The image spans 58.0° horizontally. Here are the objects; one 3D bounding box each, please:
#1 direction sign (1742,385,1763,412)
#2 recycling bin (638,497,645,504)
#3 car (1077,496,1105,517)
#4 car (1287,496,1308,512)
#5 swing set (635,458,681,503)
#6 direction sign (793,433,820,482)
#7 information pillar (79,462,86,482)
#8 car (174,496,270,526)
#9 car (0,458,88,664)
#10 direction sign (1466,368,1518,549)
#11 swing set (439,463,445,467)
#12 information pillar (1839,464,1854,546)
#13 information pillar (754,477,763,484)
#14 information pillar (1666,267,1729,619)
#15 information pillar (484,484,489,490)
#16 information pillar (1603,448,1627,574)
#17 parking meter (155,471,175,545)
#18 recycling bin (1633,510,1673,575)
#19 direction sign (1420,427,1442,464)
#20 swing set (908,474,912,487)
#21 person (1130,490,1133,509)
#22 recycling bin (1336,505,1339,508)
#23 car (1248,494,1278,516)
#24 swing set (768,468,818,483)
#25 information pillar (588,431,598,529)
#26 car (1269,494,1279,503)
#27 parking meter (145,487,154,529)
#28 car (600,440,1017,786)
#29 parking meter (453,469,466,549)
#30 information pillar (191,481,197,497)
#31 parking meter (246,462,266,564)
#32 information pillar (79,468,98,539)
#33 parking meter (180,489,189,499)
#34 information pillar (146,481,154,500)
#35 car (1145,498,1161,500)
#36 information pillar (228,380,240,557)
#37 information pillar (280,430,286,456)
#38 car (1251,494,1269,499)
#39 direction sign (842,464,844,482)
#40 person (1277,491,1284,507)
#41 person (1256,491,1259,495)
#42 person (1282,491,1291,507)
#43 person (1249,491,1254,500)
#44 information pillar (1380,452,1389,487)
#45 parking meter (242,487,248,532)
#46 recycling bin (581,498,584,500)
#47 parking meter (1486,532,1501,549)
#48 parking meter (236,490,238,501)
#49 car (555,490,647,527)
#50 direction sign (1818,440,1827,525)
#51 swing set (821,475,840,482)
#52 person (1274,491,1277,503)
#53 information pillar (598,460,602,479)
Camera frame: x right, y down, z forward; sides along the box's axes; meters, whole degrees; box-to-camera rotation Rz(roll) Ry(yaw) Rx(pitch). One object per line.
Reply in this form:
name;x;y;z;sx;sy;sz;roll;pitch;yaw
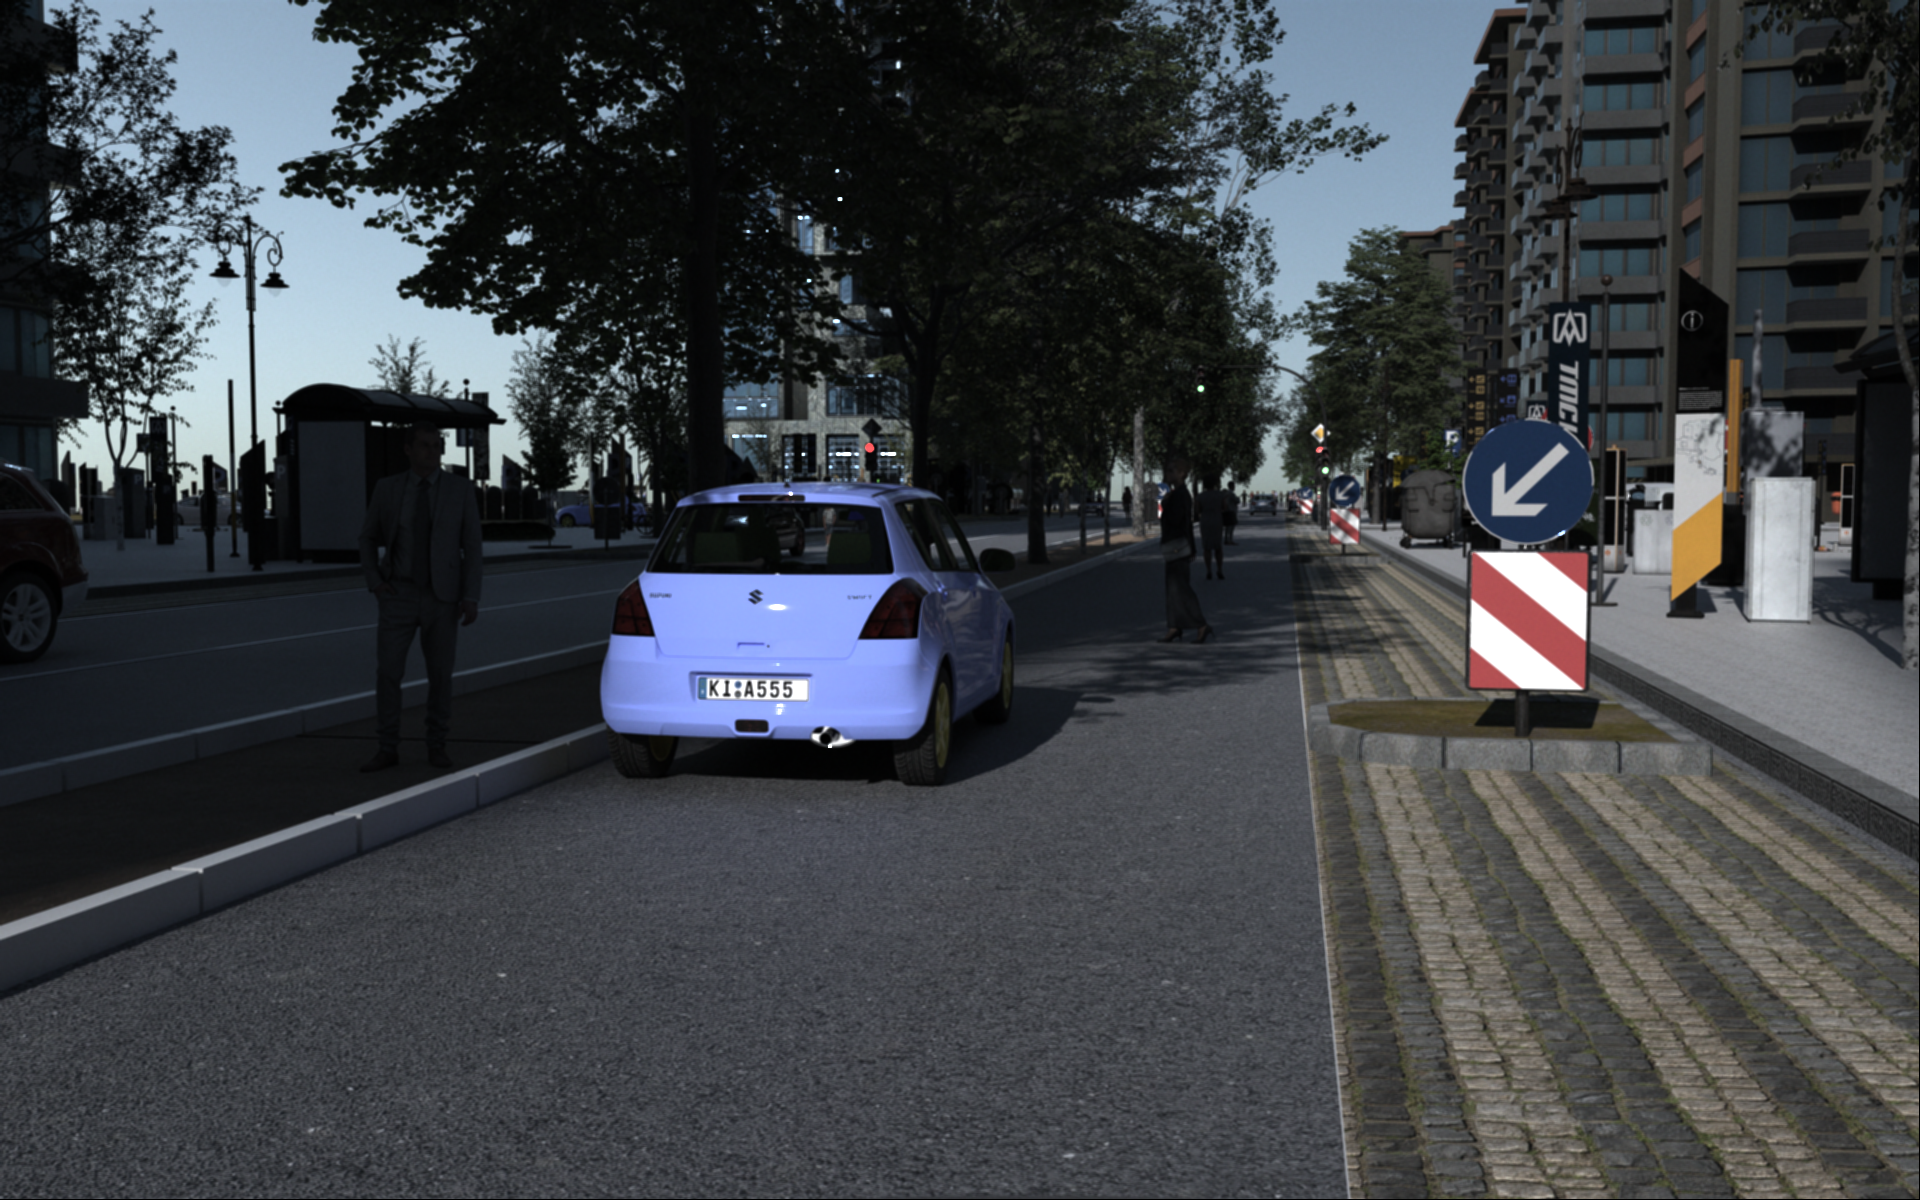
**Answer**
direction sign;16.633;-2.720;36.465;0.379;3.537;0.876;0;4;0
recycling bin;-24.129;-7.186;130.042;0.722;1.027;0.722;3;4;37
car;8.452;-5.937;109.651;1.945;1.354;3.894;1;4;9
car;27.552;-7.842;140.792;1.945;1.354;3.894;1;4;11
swing set;-13.392;-4.836;76.696;2.862;2.851;3.119;0;4;-4
direction sign;-5.788;-4.445;64.668;0.876;3.537;0.379;1;4;10
information pillar;-63.410;-8.190;125.262;0.504;3.616;0.183;-3;4;-37
car;-31.465;-3.728;73.314;4.827;1.381;2.083;1;4;10
car;-9.177;-0.288;13.388;2.281;1.827;5.304;1;4;11
direction sign;9.591;-2.403;31.292;0.876;3.537;0.379;1;4;19
swing set;-26.744;-5.401;85.922;2.862;2.851;3.119;2;4;27
information pillar;21.818;-2.329;42.565;0.304;2.012;0.304;2;4;31
information pillar;-8.534;-4.216;73.423;0.304;2.012;0.304;3;5;44
information pillar;7.609;-1.620;17.845;0.504;3.616;0.183;2;4;32
information pillar;-35.314;-7.624;129.149;0.304;2.012;0.304;-2;4;-28
information pillar;10.566;-1.440;28.039;0.304;2.012;0.304;-3;5;-44
parking meter;-20.242;-2.348;44.108;0.255;1.863;0.399;3;4;37
recycling bin;11.205;-0.934;27.818;0.722;1.027;0.722;1;4;21
direction sign;16.002;-4.082;58.741;0.876;3.537;0.379;-1;4;-13
swing set;-3.110;-9.156;147.315;3.119;2.851;2.862;1;4;16
person;15.780;-9.314;160.654;0.709;1.838;0.599;0;4;-1
recycling bin;29.321;-7.464;134.586;0.722;1.027;0.722;2;4;29
car;20.198;-6.325;115.421;2.014;1.417;4.499;1;4;10
swing set;-10.583;-6.554;104.776;2.862;2.851;3.119;1;4;16
information pillar;-13.753;-4.481;64.626;0.183;3.616;0.504;-2;4;-24
car;47.920;-15.539;265.867;2.131;1.459;4.920;1;4;9
parking meter;-29.781;-3.371;63.532;0.372;1.533;0.369;0;3;0
car;-0.688;-0.019;9.907;1.945;1.707;3.694;1;4;9
parking meter;-11.723;-2.134;40.597;0.399;1.863;0.255;1;4;23
information pillar;-43.914;-5.802;99.349;0.304;2.012;0.304;-2;4;-24
parking meter;-12.898;-1.592;31.733;0.255;1.863;0.399;-1;4;-14
information pillar;-24.684;-2.731;49.139;0.304;2.012;0.304;2;4;30
parking meter;-37.351;-4.590;83.454;0.372;1.533;0.369;0;3;0
information pillar;-45.593;-5.688;97.491;0.304;2.012;0.304;2;4;34
car;10.333;-5.161;93.178;1.959;1.807;4.718;1;4;11
information pillar;-14.825;-2.688;35.298;0.183;3.616;0.504;-1;4;-22
information pillar;-21.565;-3.937;55.725;0.504;3.616;0.183;-1;4;-16
car;28.679;-9.316;164.112;2.131;1.459;4.920;1;4;9
direction sign;-8.732;-8.405;129.419;0.379;3.537;0.876;-1;4;-8
person;36.330;-11.407;195.726;1.217;1.735;0.721;-1;4;-13
person;30.560;-10.288;177.433;1.217;1.743;0.721;-1;4;-15
person;32.211;-9.848;170.233;1.217;1.735;0.721;0;4;1
person;38.899;-13.587;230.587;1.348;1.831;0.705;-3;4;-37
information pillar;23.181;-6.326;94.787;0.504;3.616;0.183;0;4;-2
parking meter;-24.152;-3.080;58.770;0.372;1.533;0.369;0;3;0
recycling bin;-23.684;-5.991;110.505;0.722;1.027;0.722;2;4;30
parking meter;11.333;-1.905;36.866;0.399;1.863;0.255;2;4;32
parking meter;-40.179;-5.393;96.592;0.372;1.533;0.369;0;3;0
car;-14.765;-3.761;71.080;3.694;1.707;1.945;1;4;9
direction sign;36.239;-4.945;72.854;0.379;3.537;0.876;0;4;8
swing set;-11.269;-8.933;143.679;2.862;2.851;3.119;3;4;37
person;40.976;-13.277;225.442;0.709;1.838;0.599;-3;5;-40
information pillar;-23.680;-7.397;112.291;0.504;3.616;0.183;-1;4;-15
